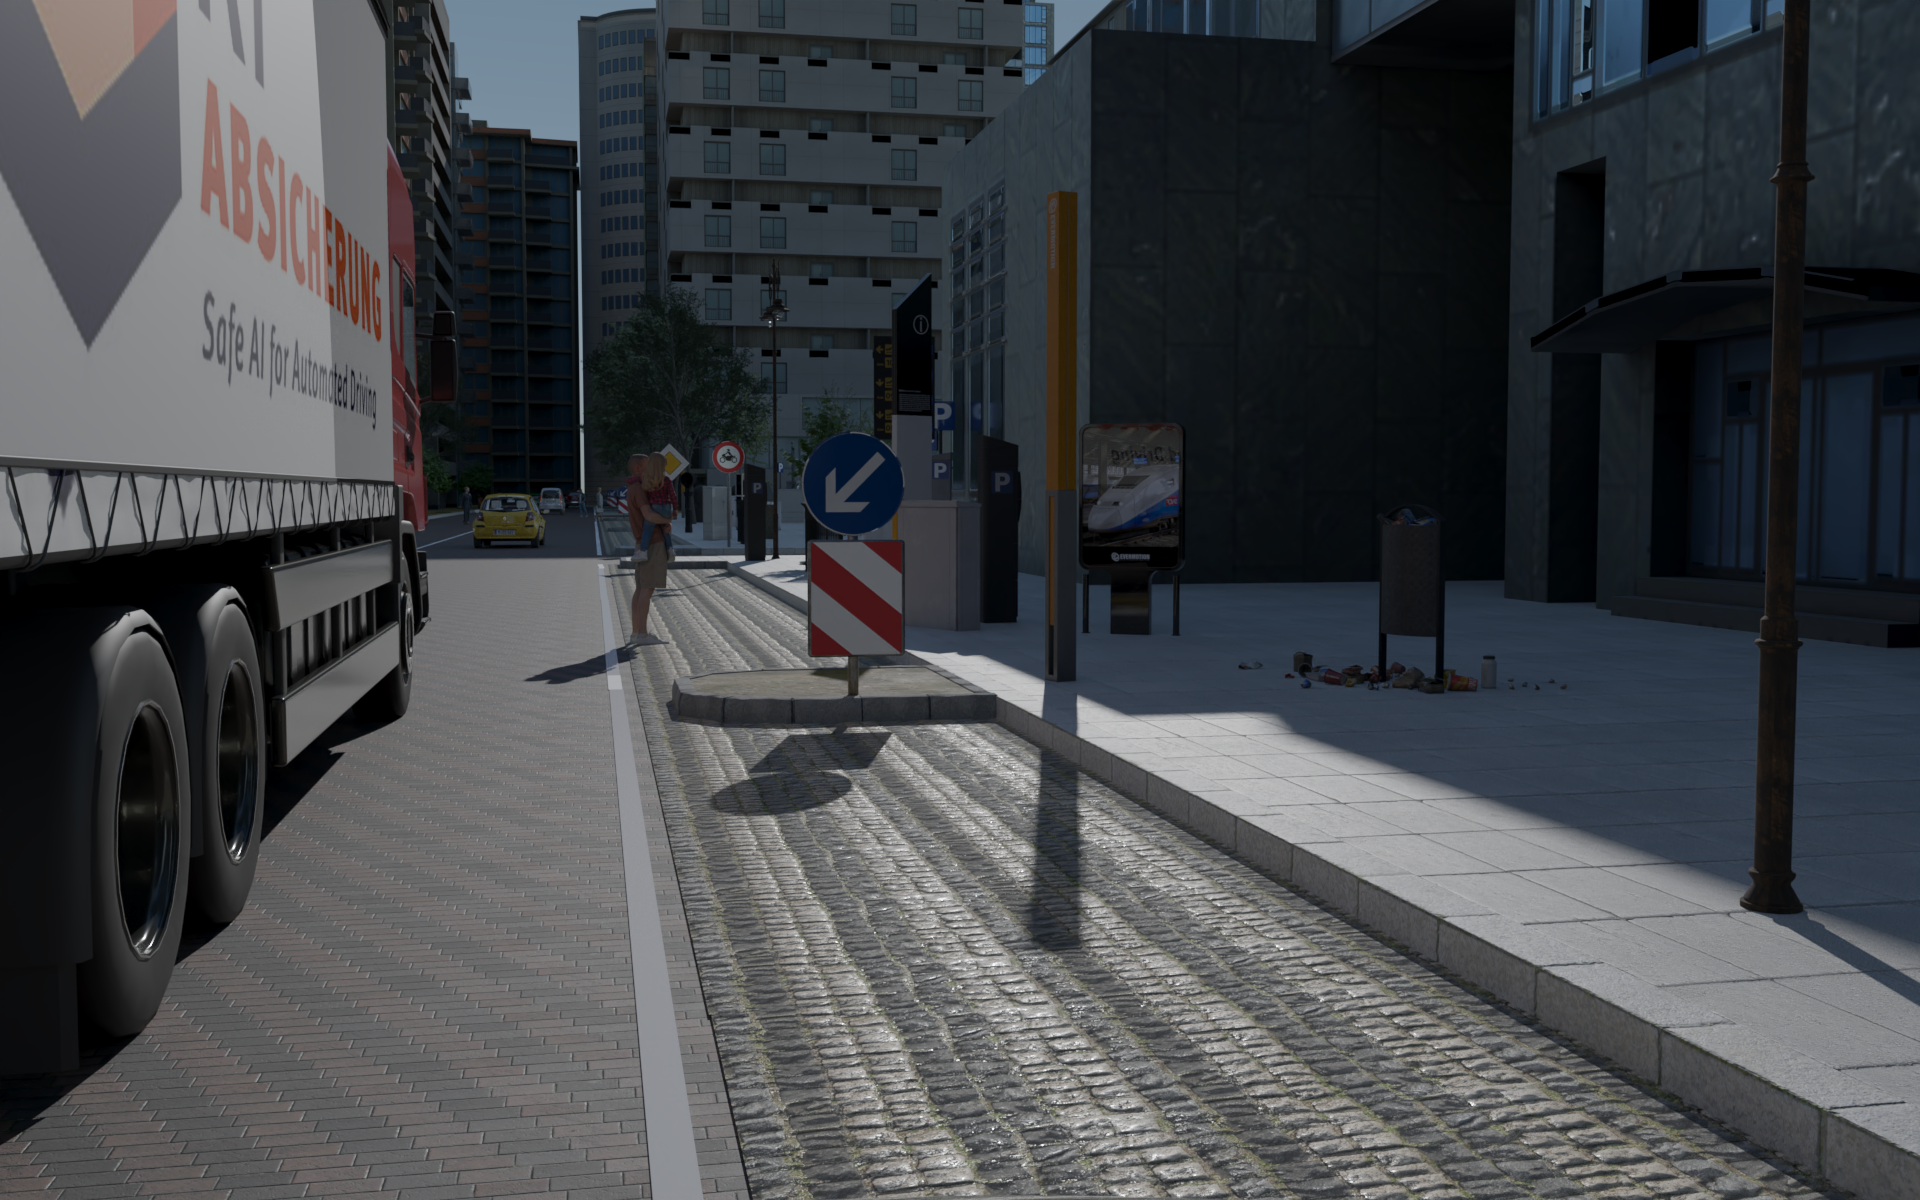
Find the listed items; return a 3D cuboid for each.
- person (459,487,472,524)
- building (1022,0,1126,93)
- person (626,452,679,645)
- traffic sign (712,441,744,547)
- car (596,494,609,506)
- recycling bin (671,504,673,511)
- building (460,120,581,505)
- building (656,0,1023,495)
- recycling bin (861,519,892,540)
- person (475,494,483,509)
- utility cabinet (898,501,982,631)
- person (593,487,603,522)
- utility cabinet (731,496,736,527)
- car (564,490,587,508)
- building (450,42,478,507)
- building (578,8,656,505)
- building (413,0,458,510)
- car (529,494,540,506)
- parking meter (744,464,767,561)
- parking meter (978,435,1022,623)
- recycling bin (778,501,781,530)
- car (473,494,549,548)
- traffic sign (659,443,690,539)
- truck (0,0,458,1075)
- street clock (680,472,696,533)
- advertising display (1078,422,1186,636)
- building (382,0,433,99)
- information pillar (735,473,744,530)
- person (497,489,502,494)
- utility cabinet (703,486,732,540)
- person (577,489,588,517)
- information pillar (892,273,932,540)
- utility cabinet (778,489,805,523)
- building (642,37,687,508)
[{"bbox_3d":[-23.438,-4.476,82.098,0.534,1.772,0.576,1,4,12],"label":"person"},{"bbox_3d":[23.743,-36.528,186.476,27.495,52.752,28.713,-1,4,-12],"label":"building"},{"bbox_3d":[-2.959,-0.491,16.495,0.580,1.828,0.573,2,4,23],"label":"person"},{"bbox_3d":[-5.571,-2.544,41.706,0.768,2.556,0.104,-1,4,-9],"label":"traffic sign"},{"bbox_3d":[-37.150,-10.364,181.461,2.014,1.417,4.499,-1,4,-12],"label":"car"},{"bbox_3d":[-15.984,-5.026,94.723,0.722,1.027,0.722,-2,4,-32],"label":"recycling bin"},{"bbox_3d":[-59.550,-33.662,204.993,28.867,44.769,22.147,-1,4,-12],"label":"building"},{"bbox_3d":[-10.501,-33.737,140.844,28.713,52.752,27.495,-1,4,-12],"label":"building"},{"bbox_3d":[-1.612,-1.365,34.880,0.722,1.027,0.722,-1,4,-8],"label":"recycling bin"},{"bbox_3d":[-34.164,-6.812,123.131,0.557,1.426,1.065,-3,5,-43],"label":"person"},{"bbox_3d":[-0.204,-0.334,16.630,0.306,1.237,1.020,-3,4,-36],"label":"utility cabinet"},{"bbox_3d":[-18.742,-4.952,89.825,0.624,1.780,0.694,-1,4,-20],"label":"person"},{"bbox_3d":[-9.004,-3.405,66.836,1.020,1.237,0.306,-3,4,-36],"label":"utility cabinet"},{"bbox_3d":[-39.009,-10.209,175.595,2.281,1.827,5.304,-1,4,-12],"label":"car"},{"bbox_3d":[-64.252,-33.780,171.918,30.456,49.044,23.786,-1,4,-12],"label":"building"},{"bbox_3d":[-31.470,-40.839,209.723,28.212,58.520,21.231,-1,4,-12],"label":"building"},{"bbox_3d":[-55.403,-32.112,148.738,21.300,48.544,21.600,-1,4,-12],"label":"building"},{"bbox_3d":[-43.527,-10.310,177.371,1.959,1.807,4.718,-1,4,-11],"label":"car"},{"bbox_3d":[-3.931,-1.689,33.331,0.399,1.863,0.255,-2,4,-27],"label":"parking meter"},{"bbox_3d":[0.392,-0.708,17.289,0.399,1.863,0.255,-1,4,-17],"label":"parking meter"},{"bbox_3d":[-6.724,-2.989,61.426,0.722,1.027,0.722,-1,4,-9],"label":"recycling bin"},{"bbox_3d":[-12.256,-2.262,47.215,2.015,1.641,3.980,-1,4,-10],"label":"car"},{"bbox_3d":[-5.718,-1.866,34.146,0.795,2.450,0.064,-1,4,-12],"label":"traffic sign"},{"bbox_3d":[-3.990,-1.139,7.535,2.839,4.237,11.283,-1,4,-12],"label":"truck"},{"bbox_3d":[-8.987,-3.227,57.327,0.471,2.002,0.358,1,4,19],"label":"street clock"},{"bbox_3d":[1.564,-0.647,15.791,0.974,1.923,0.123,1,4,20],"label":"advertising display"},{"bbox_3d":[-49.722,-28.712,124.070,22.147,44.769,28.867,-1,4,-12],"label":"building"},{"bbox_3d":[-7.781,-3.496,61.659,0.304,2.012,0.304,2,4,30],"label":"information pillar"},{"bbox_3d":[-39.355,-8.536,148.074,1.348,1.824,0.705,0,4,-4],"label":"person"},{"bbox_3d":[-6.745,-2.419,48.227,0.318,1.500,1.173,1,4,19],"label":"utility cabinet"},{"bbox_3d":[-23.803,-6.129,109.052,0.623,1.781,0.721,1,4,20],"label":"person"},{"bbox_3d":[-0.495,-1.650,18.331,0.504,3.616,0.183,-3,5,-39],"label":"information pillar"},{"bbox_3d":[-7.489,-4.176,76.951,1.173,1.500,0.318,0,4,3],"label":"utility cabinet"},{"bbox_3d":[-22.137,-29.160,160.357,14.154,41.232,14.086,-1,4,-12],"label":"building"}]
